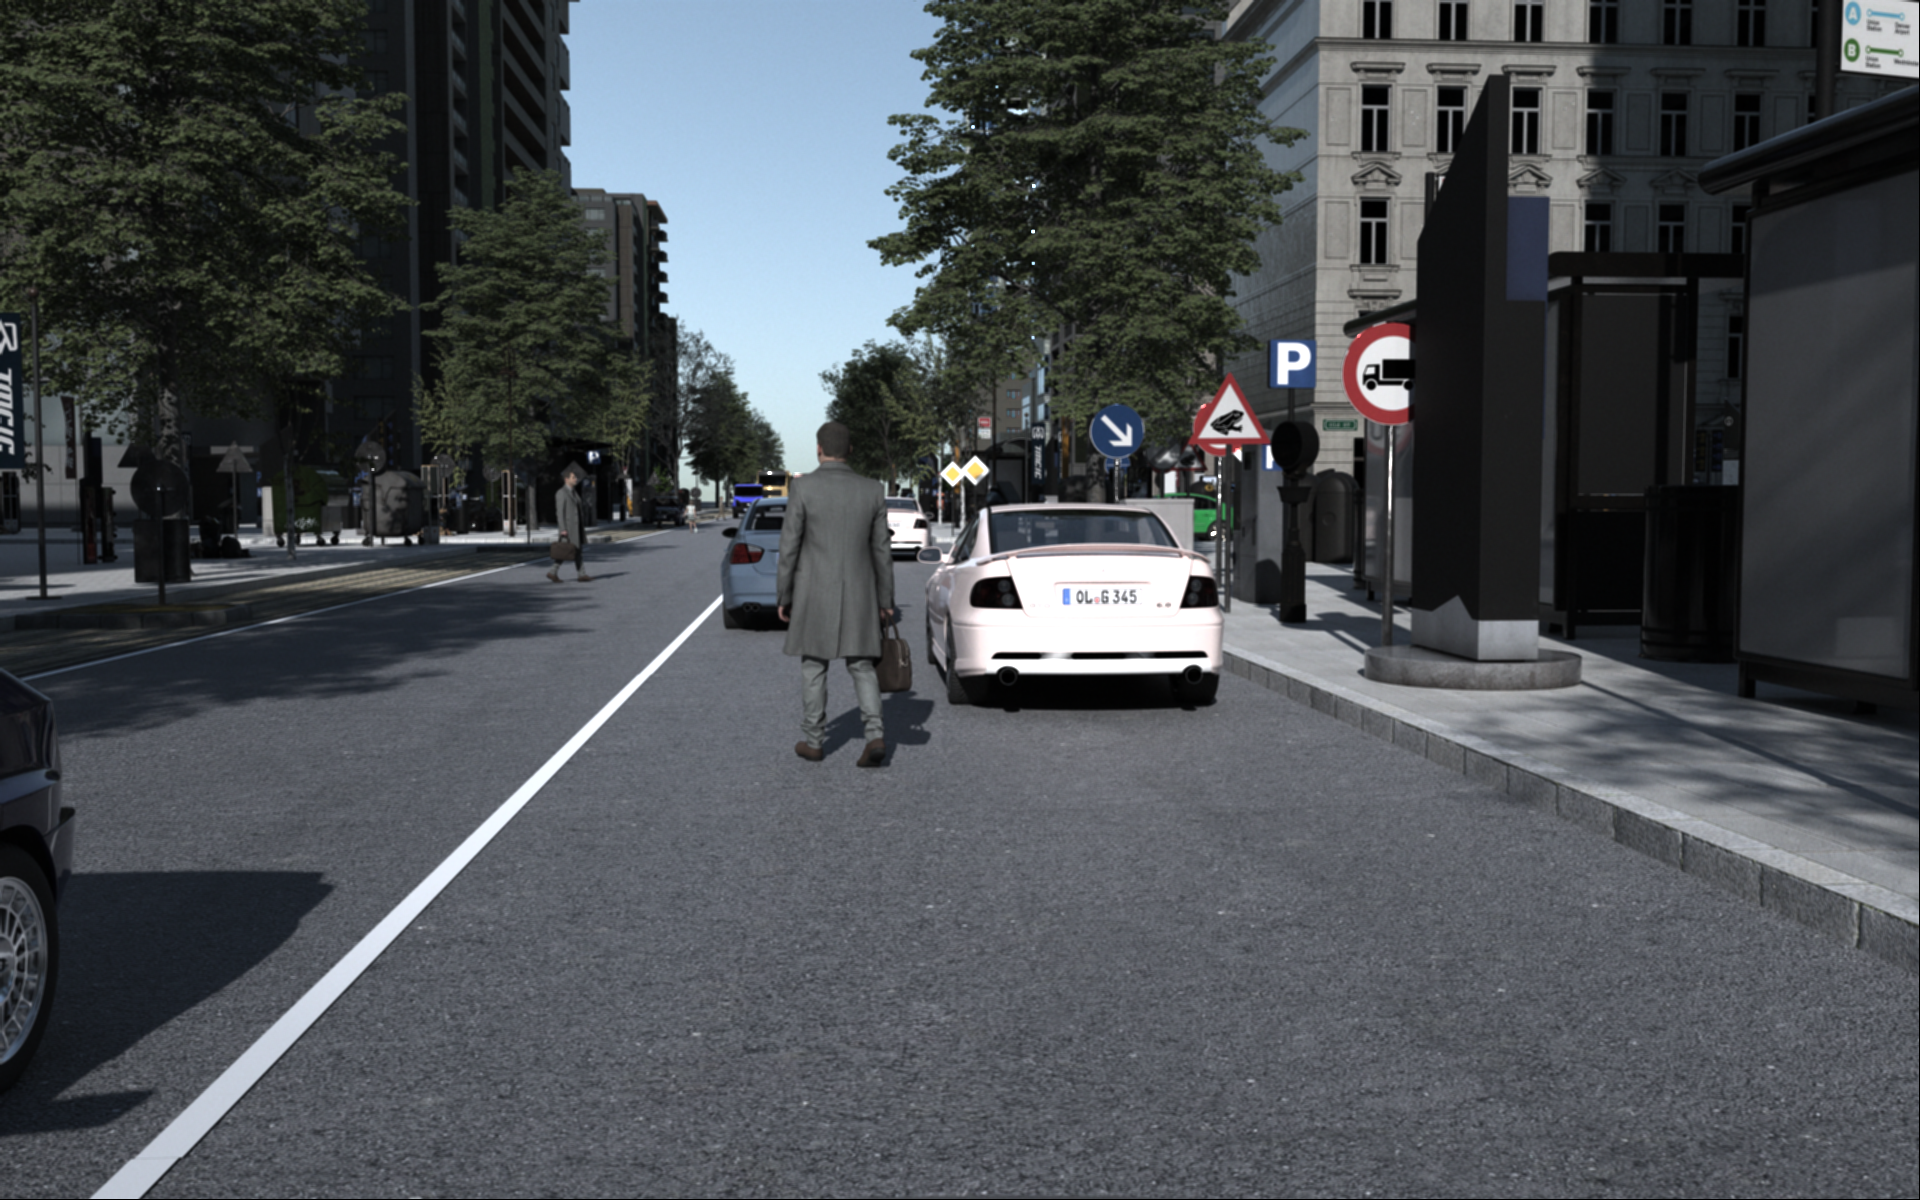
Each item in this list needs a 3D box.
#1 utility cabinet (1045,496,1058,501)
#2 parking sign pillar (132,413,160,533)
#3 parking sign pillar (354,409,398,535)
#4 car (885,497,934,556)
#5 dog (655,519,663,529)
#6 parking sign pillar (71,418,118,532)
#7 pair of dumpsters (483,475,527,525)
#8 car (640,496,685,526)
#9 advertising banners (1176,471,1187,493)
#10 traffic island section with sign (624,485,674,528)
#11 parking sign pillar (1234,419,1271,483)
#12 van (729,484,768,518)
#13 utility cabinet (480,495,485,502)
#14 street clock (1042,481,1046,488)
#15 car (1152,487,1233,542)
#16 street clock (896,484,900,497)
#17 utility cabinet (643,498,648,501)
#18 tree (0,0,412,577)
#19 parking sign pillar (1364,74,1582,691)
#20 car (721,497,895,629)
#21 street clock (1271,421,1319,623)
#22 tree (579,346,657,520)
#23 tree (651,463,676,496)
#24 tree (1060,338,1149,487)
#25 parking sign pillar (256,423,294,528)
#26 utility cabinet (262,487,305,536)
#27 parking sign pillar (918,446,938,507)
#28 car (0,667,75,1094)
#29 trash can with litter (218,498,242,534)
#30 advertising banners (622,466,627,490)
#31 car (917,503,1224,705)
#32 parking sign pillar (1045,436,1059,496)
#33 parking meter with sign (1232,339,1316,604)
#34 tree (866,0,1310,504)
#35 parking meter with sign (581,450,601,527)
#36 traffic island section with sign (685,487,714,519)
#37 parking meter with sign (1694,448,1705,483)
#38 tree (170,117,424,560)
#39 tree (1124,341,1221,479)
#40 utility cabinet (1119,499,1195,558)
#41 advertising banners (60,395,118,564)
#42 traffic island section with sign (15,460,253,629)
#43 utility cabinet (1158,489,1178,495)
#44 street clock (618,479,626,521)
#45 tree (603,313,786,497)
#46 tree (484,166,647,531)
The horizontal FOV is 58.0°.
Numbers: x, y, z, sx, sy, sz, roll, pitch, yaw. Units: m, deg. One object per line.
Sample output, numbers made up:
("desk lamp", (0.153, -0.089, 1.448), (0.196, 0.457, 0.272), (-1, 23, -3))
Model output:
("utility cabinet", (3.592, -3.475, 67.976), (0.306, 1.237, 1.020), (3, 4, 38))
("parking sign pillar", (-27.014, -4.256, 58.052), (1.447, 3.967, 1.447), (-2, 4, -30))
("parking sign pillar", (-18.265, -4.036, 54.463), (1.447, 3.967, 1.447), (1, 4, 20))
("car", (-1.604, -1.602, 38.552), (2.083, 1.381, 4.827), (0, 4, -3))
("dog", (-12.376, -3.099, 70.869), (0.550, 0.427, 0.748), (2, 4, 26))
("parking sign pillar", (-29.830, -4.348, 59.554), (1.447, 3.967, 1.447), (-2, 4, -32))
("pair of dumpsters", (-18.982, -4.308, 72.924), (1.574, 2.255, 4.437), (0, 4, -5))
("car", (-13.338, -3.997, 77.927), (1.945, 1.354, 3.894), (0, 4, -5))
("advertising banners", (8.884, -4.276, 66.092), (2.074, 3.025, 0.090), (1, 4, 18))
("traffic island section with sign", (-13.297, -4.007, 74.144), (1.989, 1.847, 2.006), (0, 4, -4))
("parking sign pillar", (10.621, -4.550, 62.865), (1.447, 3.967, 1.447), (1, 4, 15))
("van", (-12.611, -6.065, 103.543), (2.240, 2.365, 5.245), (0, 4, -6))
("utility cabinet", (-31.554, -6.285, 113.928), (0.306, 1.237, 1.020), (-2, 4, -32))
("street clock", (3.683, -4.531, 78.650), (0.358, 2.002, 0.471), (2, 4, 32))
("car", (5.970, -2.516, 49.930), (4.718, 1.807, 1.959), (0, 4, -4))
("street clock", (-4.412, -7.093, 120.544), (0.471, 2.002, 0.358), (1, 4, 13))
("utility cabinet", (-17.076, -5.253, 94.570), (0.318, 1.500, 1.173), (0, 4, 3))
("tree", (-12.066, -6.604, 26.110), (7.486, 12.596, 7.792), (0, 3, 0))
("parking sign pillar", (3.543, -1.432, 11.891), (1.447, 3.967, 1.447), (0, 4, -5))
("car", (-1.734, -0.473, 19.743), (2.014, 1.417, 4.499), (0, 4, -4))
("street clock", (3.328, -0.776, 17.258), (0.358, 2.002, 0.471), (-2, 4, -31))
("tree", (-16.850, -8.298, 86.041), (4.737, 8.622, 4.395), (0, 3, 0))
("tree", (-18.222, -6.727, 104.588), (1.663, 3.219, 1.824), (0, 3, 0))
("tree", (6.396, -7.737, 76.870), (4.737, 8.622, 4.395), (0, 3, 0))
("parking sign pillar", (-26.011, -4.730, 65.802), (1.447, 3.967, 1.447), (3, 5, 42))
("utility cabinet", (-20.541, -2.686, 52.593), (1.173, 1.500, 0.318), (-3, 4, -36))
("parking sign pillar", (-1.659, -6.253, 90.701), (1.447, 3.967, 1.447), (-2, 4, -34))
("car", (-3.061, 0.600, 2.772), (1.945, 1.354, 3.894), (0, 4, -3))
("trash can with litter", (-23.444, -2.672, 55.069), (0.624, 1.170, 1.055), (2, 4, 35))
("advertising banners", (-20.312, -6.870, 108.512), (2.074, 3.025, 0.090), (2, 4, 25))
("car", (0.739, -0.053, 13.221), (2.083, 1.381, 4.827), (0, 4, -4))
("parking sign pillar", (4.207, -5.683, 81.382), (1.447, 3.967, 1.447), (-1, 4, -23))
("parking meter with sign", (3.630, -1.479, 20.447), (0.543, 3.016, 1.738), (-1, 4, -8))
("tree", (2.243, -6.850, 30.130), (7.486, 12.596, 7.792), (0, 3, 0))
("parking meter with sign", (-14.689, -4.414, 68.435), (0.543, 3.016, 1.738), (0, 4, 5))
("traffic island section with sign", (-15.387, -5.660, 101.176), (1.989, 1.847, 2.006), (0, 4, -4))
("parking meter with sign", (28.159, -4.272, 66.111), (0.543, 3.016, 1.738), (3, 4, 36))
("tree", (-13.010, -5.082, 33.447), (4.737, 8.622, 4.395), (0, 3, 0))
("tree", (8.592, -7.382, 71.064), (4.360, 8.622, 3.978), (0, 3, 0))
("utility cabinet", (2.752, -0.803, 24.291), (1.020, 1.237, 0.306), (-1, 4, -13))
("advertising banners", (-15.975, -2.176, 31.760), (0.090, 3.025, 2.074), (0, 4, -3))
("traffic island section with sign", (-9.057, -0.650, 19.253), (1.989, 1.847, 2.006), (0, 4, -4))
("utility cabinet", (9.720, -4.425, 81.034), (0.318, 1.500, 1.173), (3, 5, 43))
("street clock", (-15.892, -4.700, 81.420), (0.358, 2.002, 0.471), (0, 4, 3))
("tree", (-19.543, -12.717, 118.293), (12.009, 13.543, 11.850), (0, 3, 0))
("tree", (-14.803, -8.688, 60.168), (7.486, 12.596, 7.792), (0, 3, 0))
